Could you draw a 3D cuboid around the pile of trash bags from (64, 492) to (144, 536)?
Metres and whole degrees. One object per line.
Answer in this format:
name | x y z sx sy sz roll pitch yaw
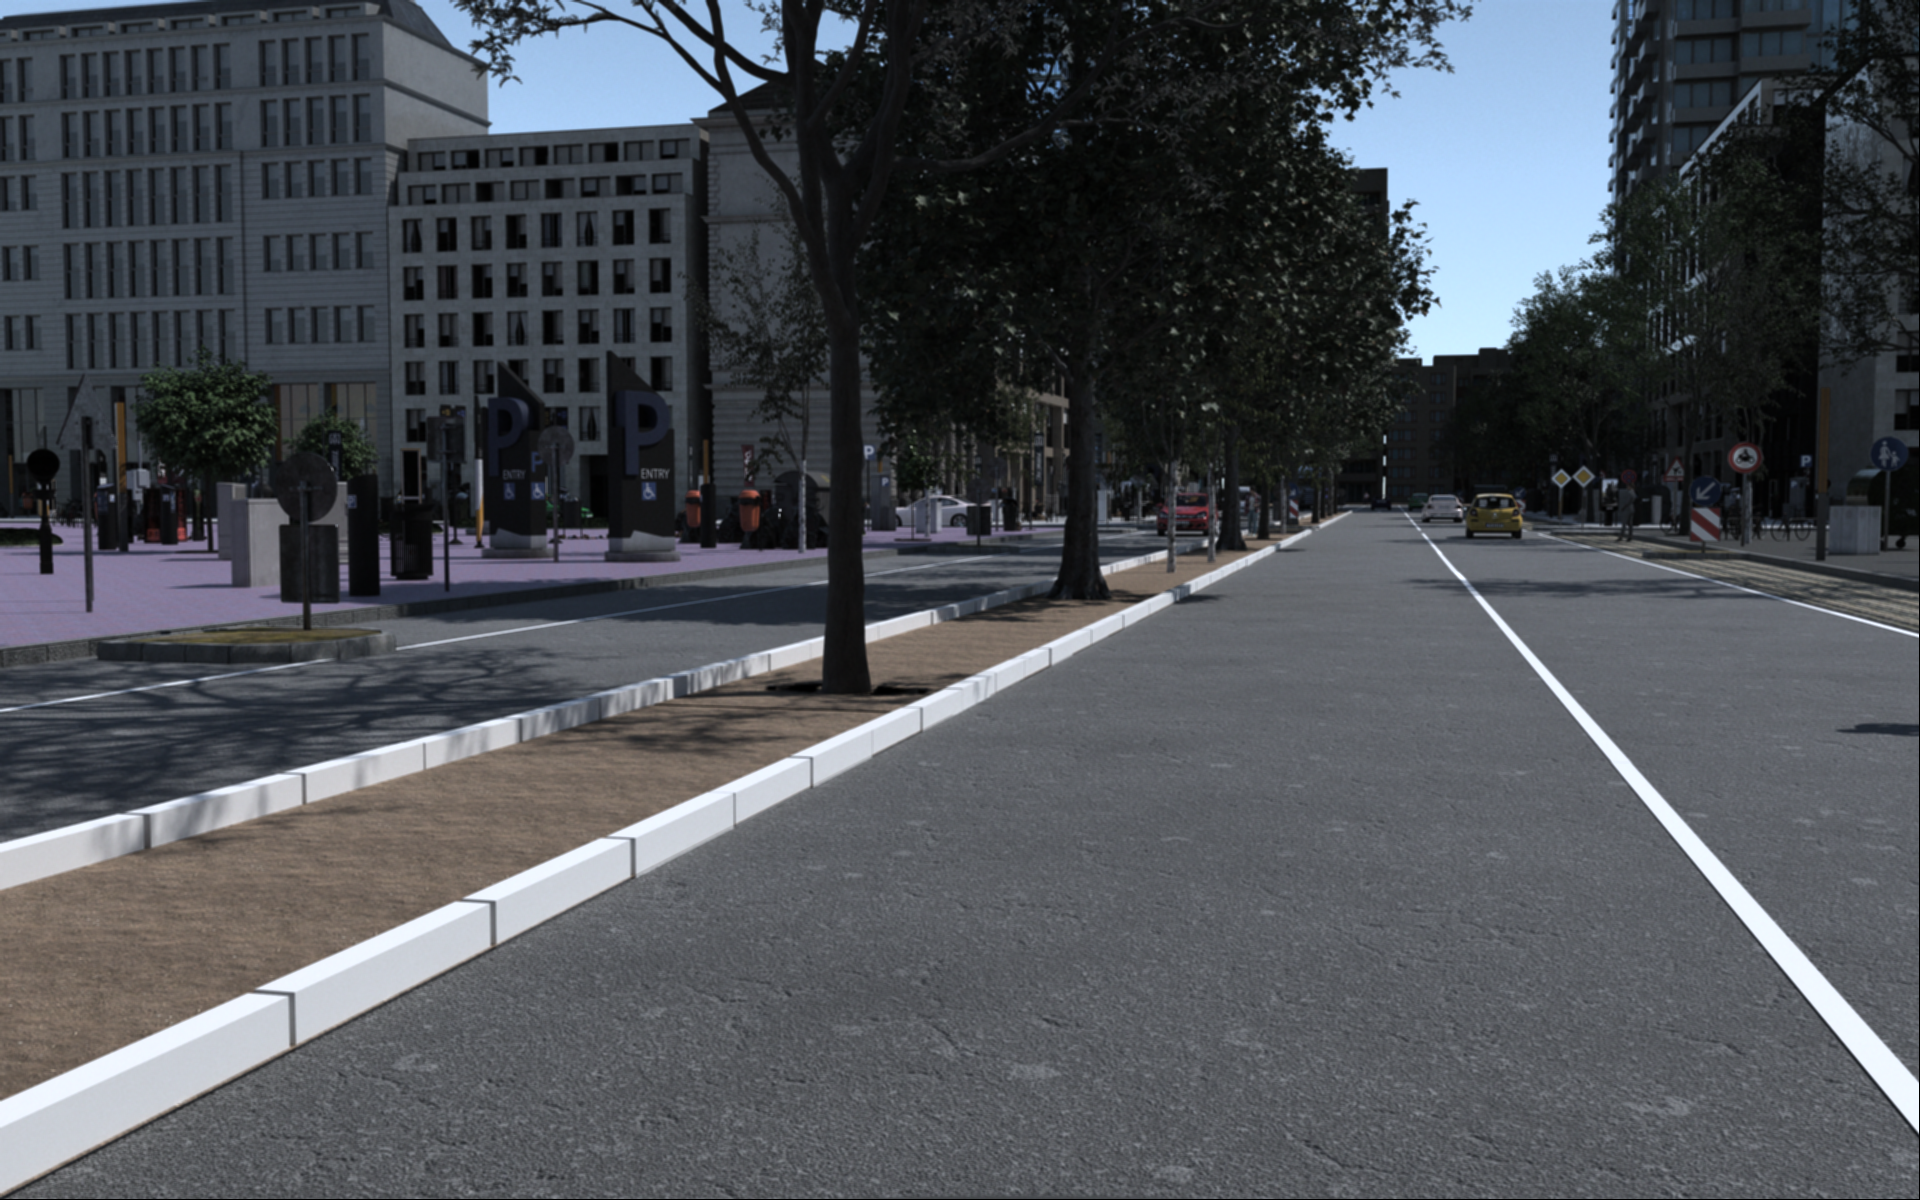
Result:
pile of trash bags | -25.732 -2.672 53.433 1.912 1.369 3.447 0 4 -1

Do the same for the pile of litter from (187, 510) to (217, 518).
pile of litter | -41.247 -4.890 93.921 1.719 0.858 1.176 1 4 11

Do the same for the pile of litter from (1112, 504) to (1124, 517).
pile of litter | 8.790 -5.022 96.071 1.176 0.858 1.719 0 4 -3

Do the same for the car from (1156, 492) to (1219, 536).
car | 7.919 -3.120 60.046 2.155 1.783 4.494 1 4 14

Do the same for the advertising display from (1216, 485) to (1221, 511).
advertising display | 19.149 -7.528 128.299 0.123 1.923 0.974 -1 4 -10

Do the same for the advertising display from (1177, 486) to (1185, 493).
advertising display | 18.449 -8.553 145.048 0.974 1.923 0.123 2 4 24

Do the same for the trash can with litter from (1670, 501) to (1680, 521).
trash can with litter | 33.332 -4.274 81.267 0.624 1.170 1.055 -2 4 -33

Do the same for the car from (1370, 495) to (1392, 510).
car | 37.460 -8.654 154.070 1.945 1.354 3.894 1 4 13

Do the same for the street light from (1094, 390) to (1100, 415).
street light | 5.525 -6.098 72.495 0.468 5.910 1.993 1 4 14

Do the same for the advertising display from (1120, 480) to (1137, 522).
advertising display | 7.809 -4.630 80.909 0.123 1.923 0.974 -2 4 -28

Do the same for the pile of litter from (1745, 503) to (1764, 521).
pile of litter | 38.199 -4.247 83.407 1.176 0.858 1.719 3 4 39

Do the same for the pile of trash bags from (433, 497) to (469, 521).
pile of trash bags | -23.819 -4.455 82.585 3.447 1.369 1.912 0 4 8

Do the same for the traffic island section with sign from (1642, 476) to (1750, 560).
traffic island section with sign | 16.284 -1.823 38.439 1.989 1.847 2.006 1 4 14

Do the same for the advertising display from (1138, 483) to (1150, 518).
advertising display | 9.835 -5.370 93.019 0.974 1.923 0.123 -3 4 -38

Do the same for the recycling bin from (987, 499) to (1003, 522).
recycling bin | 1.658 -4.192 81.099 0.722 1.027 0.722 2 4 29

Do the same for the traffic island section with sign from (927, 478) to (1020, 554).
traffic island section with sign | 0.391 -2.061 42.320 1.989 1.847 2.006 1 4 14

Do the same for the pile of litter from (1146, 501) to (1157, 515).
pile of litter | 11.540 -5.654 106.405 1.176 0.858 1.719 -2 4 -33

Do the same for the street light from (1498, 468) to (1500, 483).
street light | 43.554 -10.223 139.926 0.468 5.910 1.993 1 4 14

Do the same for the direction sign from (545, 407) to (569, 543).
direction sign | -10.573 -3.250 45.133 0.876 3.537 0.379 1 4 21

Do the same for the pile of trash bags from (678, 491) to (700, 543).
pile of trash bags | -6.463 -2.165 45.145 1.912 1.369 3.447 1 4 9

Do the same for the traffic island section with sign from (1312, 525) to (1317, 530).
traffic island section with sign | 13.416 -3.788 70.078 2.006 1.907 1.989 1 4 14

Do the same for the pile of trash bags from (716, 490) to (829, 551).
pile of trash bags | -4.275 -1.865 40.243 1.912 1.369 3.447 1 4 17

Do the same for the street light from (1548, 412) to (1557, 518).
street light | 32.107 -7.407 93.886 0.468 5.910 1.993 1 4 14

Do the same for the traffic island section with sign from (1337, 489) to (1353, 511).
traffic island section with sign | 31.464 -8.250 143.025 2.006 1.907 1.989 1 4 14

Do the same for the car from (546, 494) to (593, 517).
car | -18.112 -4.019 74.503 4.718 1.807 1.959 1 4 13

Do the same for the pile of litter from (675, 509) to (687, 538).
pile of litter | -8.390 -2.275 51.167 1.176 0.858 1.719 2 4 30

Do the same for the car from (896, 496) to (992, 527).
car | -1.080 -3.539 70.223 4.827 1.381 2.083 1 4 14

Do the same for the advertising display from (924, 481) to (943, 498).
advertising display | -1.244 -4.669 81.558 0.974 1.923 0.123 -2 4 -25

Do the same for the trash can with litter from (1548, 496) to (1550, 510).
trash can with litter | 40.932 -6.622 119.650 0.624 1.170 1.055 1 4 17

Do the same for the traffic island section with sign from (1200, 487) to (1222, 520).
traffic island section with sign | 13.602 -5.327 95.730 1.989 1.847 2.006 1 4 14

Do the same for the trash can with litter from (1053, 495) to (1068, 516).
trash can with litter | 6.442 -5.646 103.363 2.233 1.210 1.678 3 4 38

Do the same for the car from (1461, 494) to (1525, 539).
car | 17.519 -2.855 56.906 2.015 1.641 3.980 1 4 15

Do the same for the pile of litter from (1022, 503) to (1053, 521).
pile of litter | 3.723 -4.297 84.224 1.176 0.858 1.719 -3 5 -40

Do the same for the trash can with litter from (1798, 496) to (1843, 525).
trash can with litter | 35.851 -3.701 71.568 1.678 1.210 2.233 -3 4 -39

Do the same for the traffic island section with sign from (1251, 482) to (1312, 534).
traffic island section with sign | 11.626 -3.349 62.889 2.006 1.907 1.989 1 4 14

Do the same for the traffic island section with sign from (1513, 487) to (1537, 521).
traffic island section with sign | 29.499 -5.090 91.854 1.989 1.847 2.006 1 4 14

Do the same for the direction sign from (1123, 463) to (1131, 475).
direction sign | 12.081 -8.107 124.541 0.876 3.537 0.379 2 4 35

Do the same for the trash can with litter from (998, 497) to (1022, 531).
trash can with litter | 1.762 -2.972 59.986 0.624 1.170 1.055 1 4 21

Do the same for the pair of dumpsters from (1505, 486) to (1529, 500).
pair of dumpsters | 43.928 -8.205 136.638 1.574 2.255 4.437 1 4 14

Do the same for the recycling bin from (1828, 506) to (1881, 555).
recycling bin | 18.941 -1.475 36.669 0.722 1.027 0.722 -1 4 -20

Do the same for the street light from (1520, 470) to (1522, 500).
street light | 37.952 -8.830 117.163 0.468 5.910 1.993 1 4 14

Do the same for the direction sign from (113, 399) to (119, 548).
direction sign | -20.205 -3.027 41.493 0.379 3.537 0.876 -2 4 -28

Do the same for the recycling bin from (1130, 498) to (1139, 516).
recycling bin | 10.430 -5.444 101.558 0.722 1.027 0.722 -2 4 -26

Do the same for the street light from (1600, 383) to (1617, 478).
street light | 26.427 -5.989 70.713 0.468 5.910 1.993 1 4 14

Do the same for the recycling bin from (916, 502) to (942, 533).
recycling bin | -1.026 -2.705 56.773 0.722 1.027 0.722 1 4 13

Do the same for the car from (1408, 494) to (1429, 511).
car | 38.894 -8.424 146.525 1.959 1.807 4.718 1 4 13

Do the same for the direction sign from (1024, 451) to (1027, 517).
direction sign | 3.485 -6.093 91.612 0.379 3.537 0.876 0 4 -4

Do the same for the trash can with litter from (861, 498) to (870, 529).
trash can with litter | -3.466 -2.869 58.300 0.624 1.170 1.055 1 4 13

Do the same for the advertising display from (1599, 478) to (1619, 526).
advertising display | 25.895 -3.908 69.116 0.974 1.923 0.123 -2 4 -28

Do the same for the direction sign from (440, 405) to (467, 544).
direction sign | -12.914 -3.194 44.227 0.379 3.537 0.876 2 4 27

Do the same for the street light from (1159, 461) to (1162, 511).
street light | 11.047 -7.492 95.277 0.468 5.910 1.993 1 4 14

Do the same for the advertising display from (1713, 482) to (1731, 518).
advertising display | 41.479 -5.448 94.288 0.974 1.923 0.123 0 4 -5

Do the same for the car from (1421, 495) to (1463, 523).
car | 24.449 -4.615 87.824 2.083 1.381 4.827 1 4 13

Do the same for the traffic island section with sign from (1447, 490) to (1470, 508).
traffic island section with sign | 48.193 -9.709 167.364 1.989 1.847 2.006 1 4 14

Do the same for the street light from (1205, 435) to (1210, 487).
street light | 16.824 -8.881 117.997 0.468 5.910 1.993 1 4 14

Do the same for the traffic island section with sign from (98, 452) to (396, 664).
traffic island section with sign | -6.237 -0.426 15.594 1.989 1.847 2.006 1 4 14

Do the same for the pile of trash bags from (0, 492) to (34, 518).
pile of trash bags | -52.121 -5.146 93.896 3.447 1.369 1.912 -2 4 -32
